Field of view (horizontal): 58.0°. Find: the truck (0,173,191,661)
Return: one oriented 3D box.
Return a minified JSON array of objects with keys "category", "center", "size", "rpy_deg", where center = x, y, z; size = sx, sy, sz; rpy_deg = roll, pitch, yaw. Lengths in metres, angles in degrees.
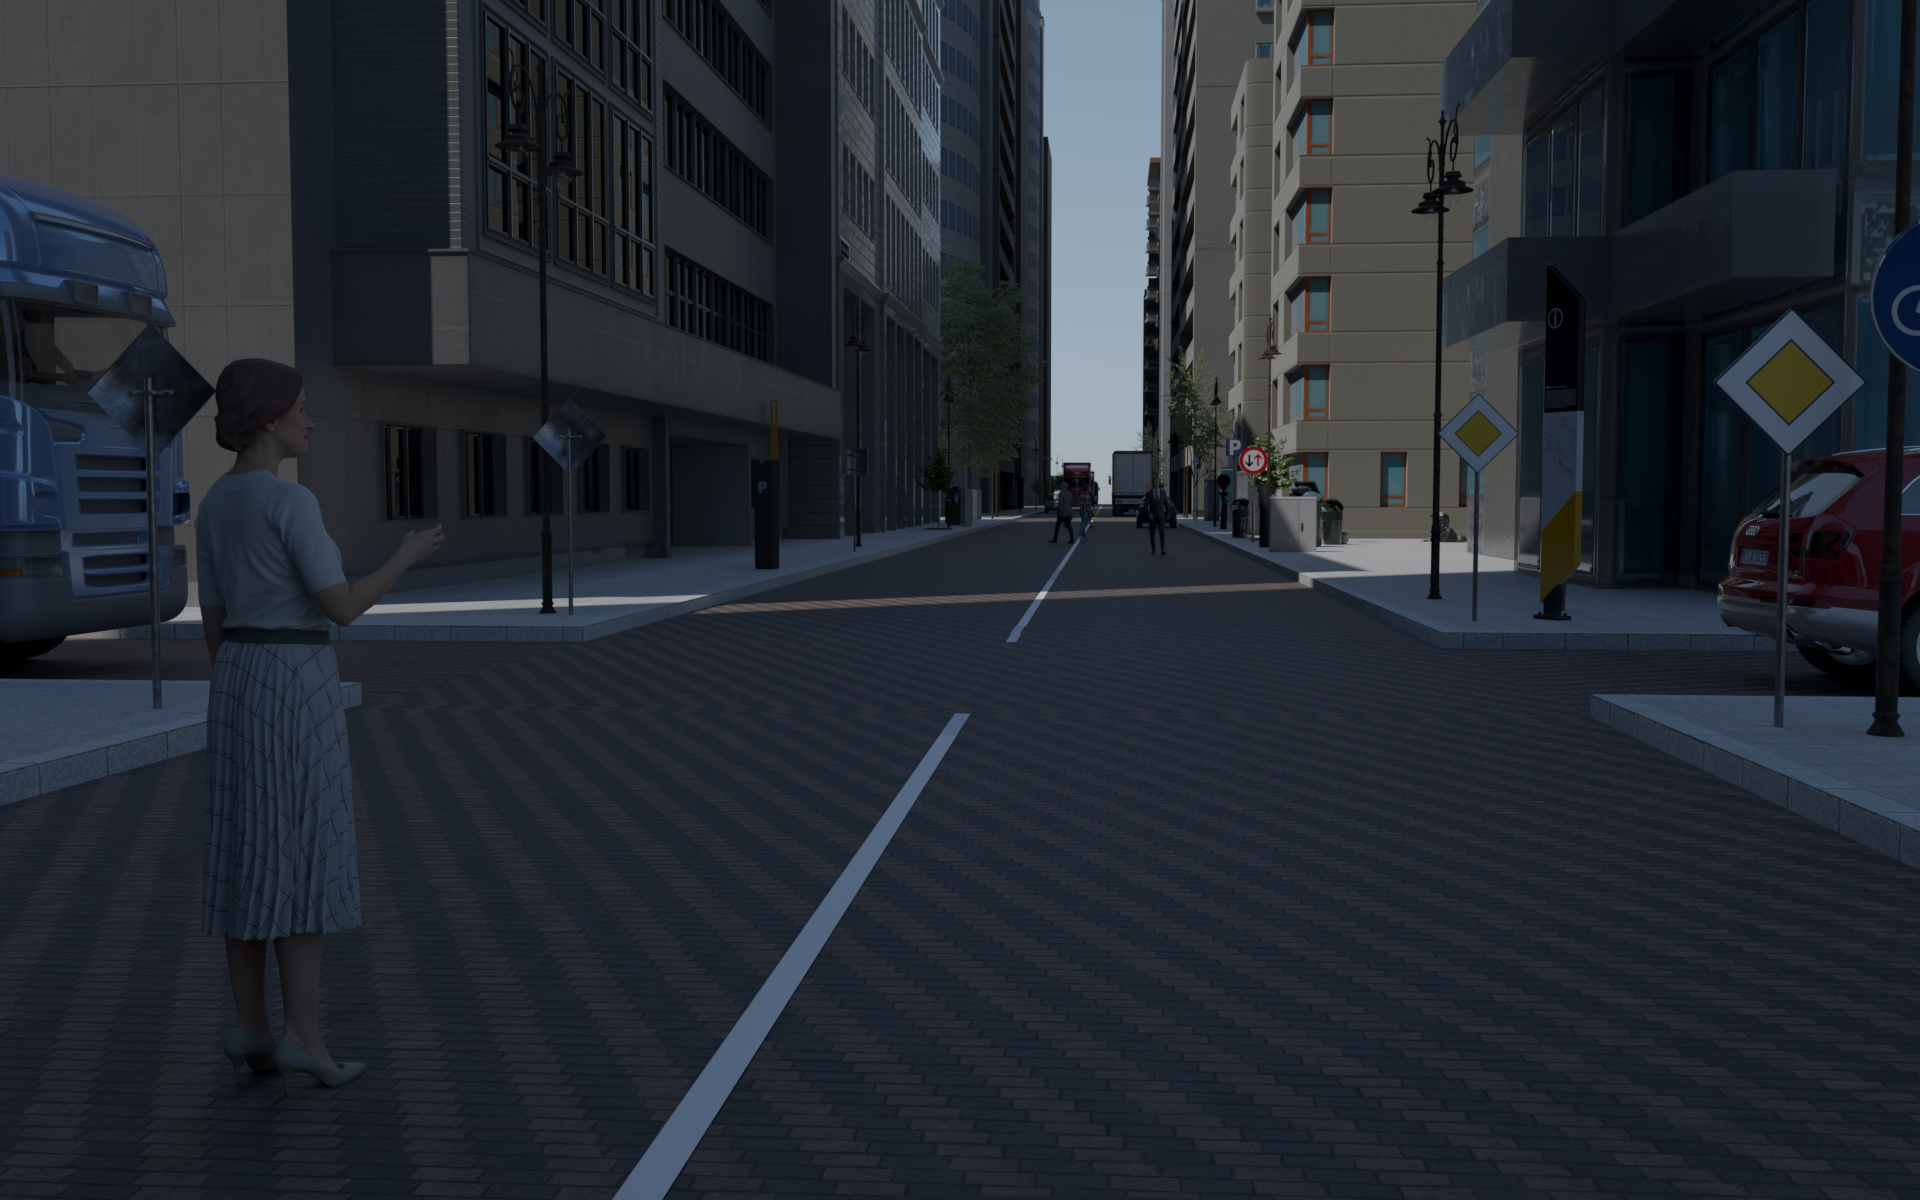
[{"category":"truck","center":[-15.272,-1.497,14.239],"size":[18.799,4.110,2.967],"rpy_deg":[0,4,4]}]

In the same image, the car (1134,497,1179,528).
[{"category":"car","center":[8.443,-3.788,74.517],"size":[1.945,1.354,3.894],"rpy_deg":[0,4,6]}]

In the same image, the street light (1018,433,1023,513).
[{"category":"street light","center":[4.156,-8.935,118.879],"size":[0.468,5.910,1.993],"rpy_deg":[0,4,5]}]

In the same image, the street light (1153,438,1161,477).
[{"category":"street light","center":[16.430,-10.434,143.388],"size":[0.468,5.910,1.993],"rpy_deg":[0,4,5]}]

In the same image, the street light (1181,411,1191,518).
[{"category":"street light","center":[12.481,-7.550,96.237],"size":[0.468,5.910,1.993],"rpy_deg":[0,4,5]}]

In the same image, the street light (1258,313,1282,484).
[{"category":"street light","center":[7.950,-4.387,44.519],"size":[0.468,5.910,1.993],"rpy_deg":[0,4,5]}]

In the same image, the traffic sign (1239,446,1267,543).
[{"category":"traffic sign","center":[7.757,-2.794,45.781],"size":[0.768,2.556,0.104],"rpy_deg":[1,4,14]}]

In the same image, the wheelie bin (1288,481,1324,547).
[{"category":"wheelie bin","center":[8.342,-2.075,41.838],"size":[0.693,1.594,0.980],"rpy_deg":[-3,5,-39]}]

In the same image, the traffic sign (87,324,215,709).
[{"category":"traffic sign","center":[-4.800,-0.407,10.303],"size":[0.795,2.450,0.064],"rpy_deg":[0,4,5]}]

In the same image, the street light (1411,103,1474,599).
[{"category":"street light","center":[5.809,-2.950,21.019],"size":[0.468,5.910,1.993],"rpy_deg":[0,4,5]}]

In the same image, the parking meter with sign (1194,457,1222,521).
[{"category":"parking meter with sign","center":[12.007,-5.265,82.341],"size":[1.738,3.016,0.543],"rpy_deg":[-1,4,-21]}]

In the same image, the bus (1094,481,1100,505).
[{"category":"bus","center":[17.816,-14.915,238.712],"size":[2.948,3.499,13.247],"rpy_deg":[0,4,5]}]

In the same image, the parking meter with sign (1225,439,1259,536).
[{"category":"parking meter with sign","center":[8.946,-3.528,53.949],"size":[0.543,3.016,1.738],"rpy_deg":[-1,4,-21]}]

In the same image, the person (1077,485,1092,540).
[{"category":"person","center":[3.853,-2.713,53.689],"size":[0.643,1.720,0.563],"rpy_deg":[-2,4,-24]}]

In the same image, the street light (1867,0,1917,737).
[{"category":"street light","center":[4.928,-2.217,9.043],"size":[0.468,5.910,1.993],"rpy_deg":[0,4,5]}]

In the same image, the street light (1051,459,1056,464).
[{"category":"street light","center":[9.294,-12.550,177.976],"size":[0.468,5.910,1.993],"rpy_deg":[0,4,5]}]

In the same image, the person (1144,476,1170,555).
[{"category":"person","center":[4.668,-1.993,40.856],"size":[0.659,1.850,0.755],"rpy_deg":[0,4,-3]}]

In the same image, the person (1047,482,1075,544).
[{"category":"person","center":[2.965,-2.537,50.371],"size":[0.834,1.777,0.661],"rpy_deg":[2,4,34]}]

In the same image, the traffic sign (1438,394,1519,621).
[{"category":"traffic sign","center":[5.196,-0.844,17.436],"size":[0.795,2.450,0.064],"rpy_deg":[0,4,5]}]

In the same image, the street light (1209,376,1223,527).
[{"category":"street light","center":[10.039,-5.825,68.024],"size":[0.468,5.910,1.993],"rpy_deg":[0,4,5]}]

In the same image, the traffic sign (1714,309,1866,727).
[{"category":"traffic sign","center":[4.508,-0.357,9.481],"size":[0.795,2.450,0.064],"rpy_deg":[0,4,5]}]

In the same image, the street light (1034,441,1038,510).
[{"category":"street light","center":[6.267,-10.384,142.560],"size":[0.468,5.910,1.993],"rpy_deg":[0,4,5]}]

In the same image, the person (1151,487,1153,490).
[{"category":"person","center":[9.964,-4.924,89.341],"size":[0.374,1.781,0.599],"rpy_deg":[1,4,13]}]

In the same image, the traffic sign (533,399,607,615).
[{"category":"traffic sign","center":[-4.112,-0.894,18.259],"size":[0.795,2.450,0.064],"rpy_deg":[0,4,5]}]

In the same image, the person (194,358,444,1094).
[{"category":"person","center":[-1.592,0.295,4.249],"size":[0.480,1.755,0.524],"rpy_deg":[2,4,30]}]

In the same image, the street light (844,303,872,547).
[{"category":"street light","center":[-2.468,-4.232,41.973],"size":[0.468,5.910,1.993],"rpy_deg":[0,4,5]}]

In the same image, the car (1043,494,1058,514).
[{"category":"car","center":[7.199,-7.326,128.580],"size":[1.959,1.807,4.718],"rpy_deg":[0,4,5]}]

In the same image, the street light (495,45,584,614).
[{"category":"street light","center":[-4.436,-2.793,18.458],"size":[0.468,5.910,1.993],"rpy_deg":[0,4,5]}]

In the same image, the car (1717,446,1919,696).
[{"category":"car","center":[8.423,-0.243,12.644],"size":[5.304,1.827,2.281],"rpy_deg":[0,4,5]}]

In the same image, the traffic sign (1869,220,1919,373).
[{"category":"traffic sign","center":[4.472,-0.472,7.817],"size":[0.768,2.556,0.104],"rpy_deg":[1,4,9]}]

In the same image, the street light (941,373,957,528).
[{"category":"street light","center":[-0.424,-5.708,66.111],"size":[0.468,5.910,1.993],"rpy_deg":[0,4,5]}]

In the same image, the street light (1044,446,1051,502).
[{"category":"street light","center":[8.203,-11.832,166.242],"size":[0.468,5.910,1.993],"rpy_deg":[0,4,5]}]

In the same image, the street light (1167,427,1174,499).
[{"category":"street light","center":[14.545,-8.996,119.866],"size":[0.468,5.910,1.993],"rpy_deg":[0,4,5]}]

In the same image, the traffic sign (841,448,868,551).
[{"category":"traffic sign","center":[-2.357,-2.237,38.703],"size":[0.606,2.300,0.079],"rpy_deg":[1,4,10]}]

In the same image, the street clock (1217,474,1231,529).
[{"category":"street clock","center":[9.574,-3.567,62.883],"size":[0.471,2.002,0.358],"rpy_deg":[3,4,38]}]

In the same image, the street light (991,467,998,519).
[{"category":"street light","center":[2.003,-7.459,94.745],"size":[0.468,5.910,1.993],"rpy_deg":[0,4,5]}]

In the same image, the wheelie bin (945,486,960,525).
[{"category":"wheelie bin","center":[-0.185,-3.881,71.360],"size":[0.693,1.594,0.980],"rpy_deg":[-1,4,-23]}]

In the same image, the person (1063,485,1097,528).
[{"category":"person","center":[5.117,-3.980,73.790],"size":[1.509,1.804,0.699],"rpy_deg":[-1,4,-8]}]

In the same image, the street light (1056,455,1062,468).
[{"category":"street light","center":[11.291,-13.996,201.615],"size":[0.468,5.910,1.993],"rpy_deg":[0,4,5]}]
